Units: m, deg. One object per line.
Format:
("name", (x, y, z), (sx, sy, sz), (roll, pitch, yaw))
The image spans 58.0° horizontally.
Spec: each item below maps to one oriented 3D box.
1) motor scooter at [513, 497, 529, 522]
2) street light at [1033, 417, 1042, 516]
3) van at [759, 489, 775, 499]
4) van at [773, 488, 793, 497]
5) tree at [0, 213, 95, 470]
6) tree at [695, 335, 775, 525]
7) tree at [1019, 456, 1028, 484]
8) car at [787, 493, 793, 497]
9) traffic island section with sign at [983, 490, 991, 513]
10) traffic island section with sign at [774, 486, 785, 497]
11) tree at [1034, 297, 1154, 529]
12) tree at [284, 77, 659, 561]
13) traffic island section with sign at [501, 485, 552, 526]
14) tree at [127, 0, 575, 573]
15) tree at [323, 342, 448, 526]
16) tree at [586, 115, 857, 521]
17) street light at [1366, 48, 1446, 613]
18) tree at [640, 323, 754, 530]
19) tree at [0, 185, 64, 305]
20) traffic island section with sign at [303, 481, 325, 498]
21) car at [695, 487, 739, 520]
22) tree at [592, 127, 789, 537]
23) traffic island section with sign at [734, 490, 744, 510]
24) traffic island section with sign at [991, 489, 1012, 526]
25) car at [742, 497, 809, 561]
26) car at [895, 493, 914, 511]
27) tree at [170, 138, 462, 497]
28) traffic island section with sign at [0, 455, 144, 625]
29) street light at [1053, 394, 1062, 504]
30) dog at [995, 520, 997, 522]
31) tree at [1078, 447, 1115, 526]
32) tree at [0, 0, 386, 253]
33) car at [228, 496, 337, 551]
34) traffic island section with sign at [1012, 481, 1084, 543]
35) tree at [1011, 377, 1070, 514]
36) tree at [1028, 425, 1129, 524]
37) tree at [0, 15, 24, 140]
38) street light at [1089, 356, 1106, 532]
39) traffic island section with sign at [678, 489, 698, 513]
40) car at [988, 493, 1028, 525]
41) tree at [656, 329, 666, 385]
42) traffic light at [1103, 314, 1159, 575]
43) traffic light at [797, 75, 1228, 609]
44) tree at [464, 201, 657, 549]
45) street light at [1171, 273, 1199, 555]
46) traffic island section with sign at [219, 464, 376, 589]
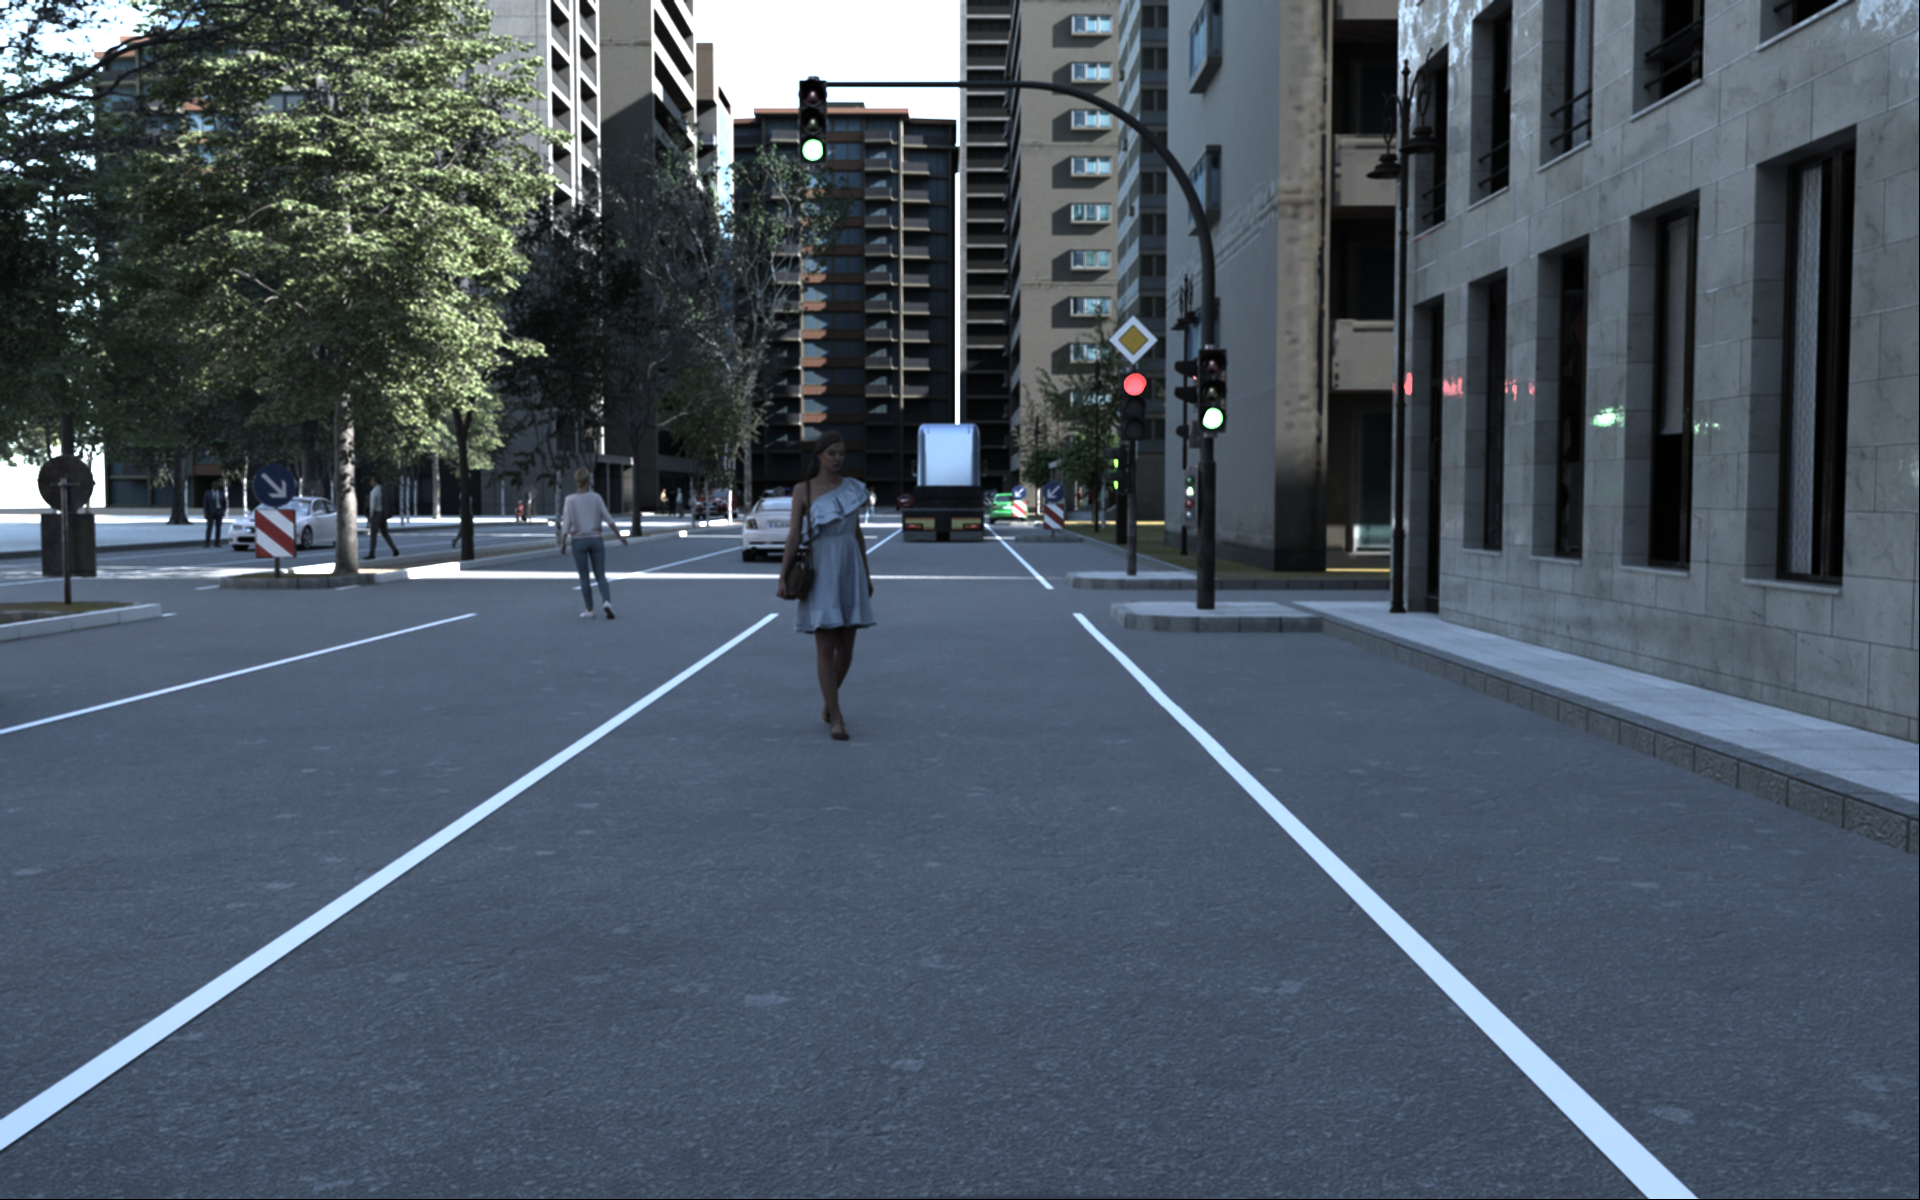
("motor scooter", (-20.599, -4.211, 81.622), (0.815, 1.314, 1.986), (0, 4, 0))
("street light", (4.540, -7.907, 102.059), (0.468, 5.910, 1.993), (0, 4, 0))
("van", (-16.705, -8.935, 153.093), (2.013, 2.044, 4.112), (0, 4, -1))
("van", (-17.421, -10.102, 169.554), (2.240, 2.365, 5.245), (0, 4, -1))
("tree", (-43.028, -10.363, 76.092), (9.857, 13.997, 8.962), (0, 3, 0))
("tree", (-10.526, -7.719, 79.026), (4.360, 8.622, 3.978), (0, 3, 0))
("tree", (5.305, -7.418, 104.995), (4.285, 4.588, 4.351), (0, 3, 0))
("car", (-8.285, -4.993, 90.677), (2.155, 1.783, 4.494), (0, 4, 1))
("traffic island section with sign", (2.293, -9.031, 156.279), (1.989, 1.847, 2.006), (0, 4, 0))
("traffic island section with sign", (-10.691, -5.749, 102.125), (2.006, 1.907, 1.989), (0, 4, 0))
("tree", (5.181, -6.980, 64.491), (4.737, 8.622, 4.395), (0, 3, 0))
("tree", (-10.504, -6.129, 37.077), (8.767, 10.594, 7.601), (0, 4, 0))
("traffic island section with sign", (-19.765, -4.321, 79.271), (1.989, 1.847, 2.006), (0, 4, 0))
("tree", (-10.505, -6.655, 29.387), (7.486, 12.596, 7.792), (0, 3, 0))
("tree", (-22.305, -7.261, 69.074), (4.737, 8.622, 4.395), (0, 3, 0))
("tree", (-11.858, -14.000, 87.239), (12.611, 20.169, 13.585), (0, 3, 0))
("street light", (4.742, -2.801, 18.584), (0.468, 5.910, 1.993), (0, 4, 0))
("tree", (-10.396, -7.001, 67.287), (4.737, 8.622, 4.395), (0, 3, 0))
("tree", (-22.217, -6.164, 35.200), (8.767, 10.594, 7.601), (0, 4, 4))
("traffic island section with sign", (-19.683, -2.672, 52.316), (1.989, 1.847, 2.006), (0, 4, 0))
("car", (-13.665, -5.418, 97.251), (2.281, 1.827, 5.304), (0, 3, 0))
("tree", (-10.871, -8.871, 57.866), (12.009, 13.543, 11.850), (0, 3, 0))
("traffic island section with sign", (-20.041, -9.033, 156.324), (1.989, 1.847, 2.006), (0, 4, 0))
("traffic island section with sign", (2.564, -4.300, 78.925), (1.989, 1.847, 2.006), (0, 4, 0))
("car", (-3.736, -1.584, 38.256), (2.083, 1.381, 4.827), (0, 4, -1))
("car", (-4.685, -8.768, 152.403), (2.155, 1.783, 4.494), (0, 4, 0))
("tree", (-22.918, -9.441, 61.010), (9.857, 13.997, 8.962), (0, 3, 0))
("traffic island section with sign", (-10.406, -0.700, 19.579), (2.006, 1.907, 1.989), (0, 4, 0))
("street light", (4.543, -6.569, 80.193), (0.468, 5.910, 1.993), (0, 4, 0))
("dog", (1.570, -4.202, 85.538), (0.513, 0.831, 0.800), (2, 4, 34))
("tree", (5.563, -4.576, 69.420), (1.663, 3.219, 1.824), (0, 3, 0))
("tree", (-10.119, -6.159, 13.522), (12.009, 13.543, 11.850), (0, 3, 0))
("car", (-17.529, -2.026, 45.489), (2.083, 1.381, 4.827), (0, 4, -1))
("traffic island section with sign", (2.658, -2.651, 51.970), (1.989, 1.847, 2.006), (0, 4, 0))
("tree", (4.959, -9.744, 109.674), (4.360, 8.622, 3.978), (0, 3, 0))
("tree", (5.848, -5.597, 75.228), (4.285, 4.588, 4.351), (0, 3, 0))
("tree", (-37.475, -12.210, 55.530), (12.611, 20.169, 13.585), (0, 3, 0))
("street light", (4.614, -5.232, 58.327), (0.468, 5.910, 1.993), (0, 4, 0))
("traffic island section with sign", (-19.936, -7.385, 129.369), (1.989, 1.847, 2.006), (0, 4, 0))
("car", (2.296, -4.511, 82.557), (1.959, 1.807, 4.718), (0, 4, 1))
("tree", (-10.311, -5.842, 48.331), (4.360, 8.622, 3.978), (0, 3, 0))
("traffic light", (2.693, -2.345, 27.257), (0.839, 4.253, 0.868), (0, 4, 0))
("traffic light", (0.629, -2.719, 19.123), (4.771, 5.953, 1.251), (0, 4, 0))
("tree", (-10.029, -5.528, 43.207), (4.360, 8.622, 3.978), (0, 3, 0))
("street light", (4.739, -3.894, 36.462), (0.468, 5.910, 1.993), (0, 4, 0))
("traffic island section with sign", (-10.422, -1.153, 26.987), (2.006, 1.907, 1.989), (0, 4, 0))
